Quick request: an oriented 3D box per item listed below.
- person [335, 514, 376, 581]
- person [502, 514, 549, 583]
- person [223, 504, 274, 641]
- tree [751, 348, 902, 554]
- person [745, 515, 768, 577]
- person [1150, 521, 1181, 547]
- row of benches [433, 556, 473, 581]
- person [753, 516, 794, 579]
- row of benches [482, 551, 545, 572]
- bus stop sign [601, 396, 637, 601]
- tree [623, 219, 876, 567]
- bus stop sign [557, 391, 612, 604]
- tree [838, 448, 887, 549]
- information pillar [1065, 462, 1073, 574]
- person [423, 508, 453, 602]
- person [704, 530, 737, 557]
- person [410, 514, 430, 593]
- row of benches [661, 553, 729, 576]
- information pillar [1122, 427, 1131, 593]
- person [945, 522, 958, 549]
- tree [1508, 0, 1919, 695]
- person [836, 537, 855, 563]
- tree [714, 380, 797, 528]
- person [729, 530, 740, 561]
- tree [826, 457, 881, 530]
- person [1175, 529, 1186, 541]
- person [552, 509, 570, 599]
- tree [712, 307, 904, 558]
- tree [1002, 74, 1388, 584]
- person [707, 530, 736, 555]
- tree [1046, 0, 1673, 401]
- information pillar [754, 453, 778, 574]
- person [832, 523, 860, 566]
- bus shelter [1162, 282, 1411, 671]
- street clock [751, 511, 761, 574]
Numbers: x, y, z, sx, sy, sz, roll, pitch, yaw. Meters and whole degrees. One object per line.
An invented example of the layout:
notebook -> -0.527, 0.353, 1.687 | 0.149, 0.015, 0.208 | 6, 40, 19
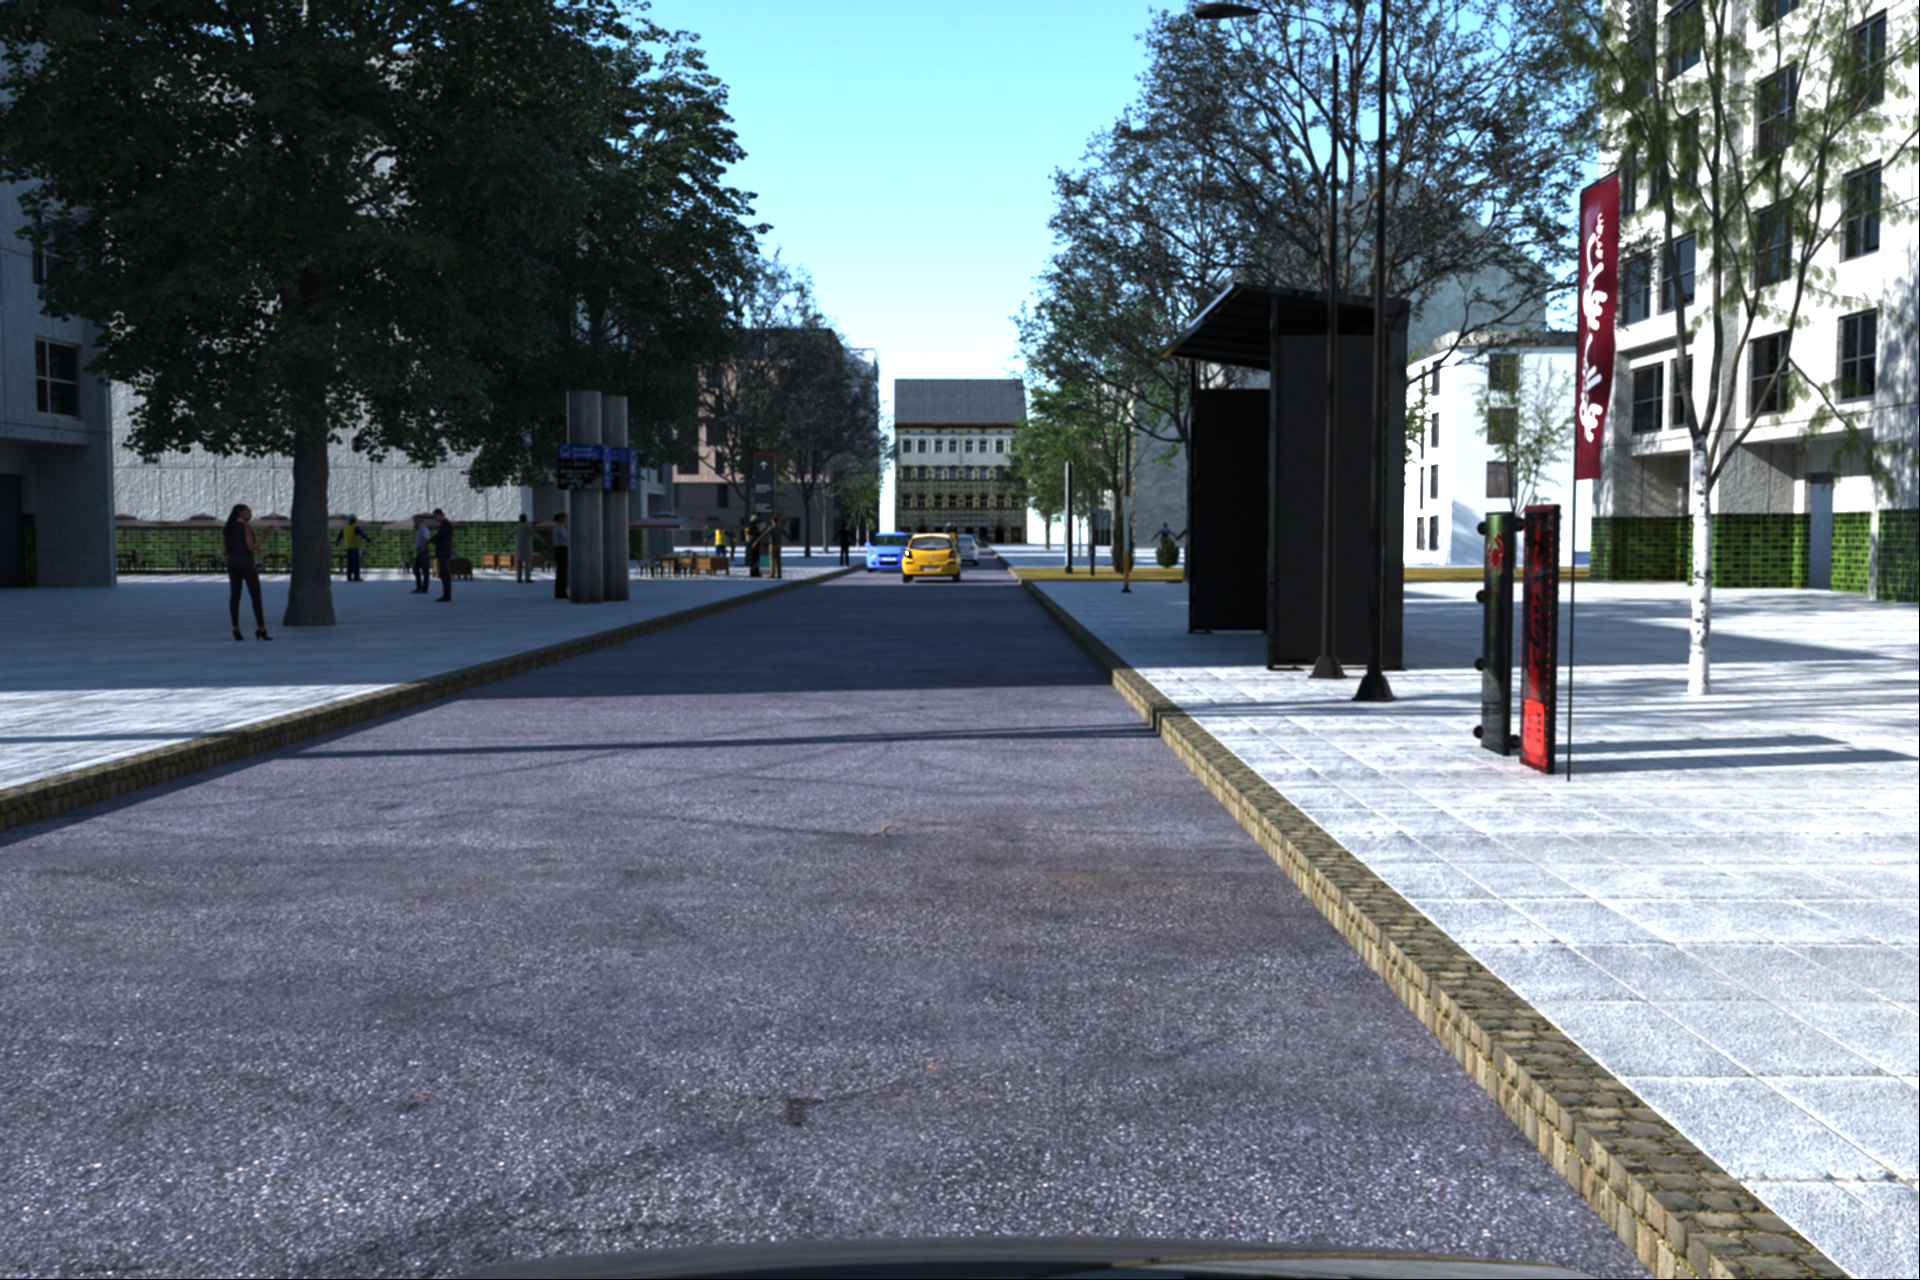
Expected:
person -> -16.471, -2.512, 47.048 | 1.349, 1.833, 0.705 | 1, 4, 22
person -> -11.488, -2.420, 45.647 | 1.344, 1.819, 0.704 | 1, 4, 14
person -> -8.575, -0.819, 20.908 | 0.593, 1.643, 0.415 | -1, 4, -19
tree -> -8.862, -12.345, 112.212 | 12.009, 13.543, 11.850 | 0, 3, 0
person -> -6.153, -2.836, 52.141 | 0.705, 1.856, 1.354 | 1, 4, 16
person -> 8.932, -4.243, 75.230 | 1.347, 1.847, 0.705 | 1, 4, 14
row of benches -> -14.410, -2.060, 49.137 | 1.422, 0.672, 4.104 | -1, 4, -23
person -> -5.329, -2.666, 49.864 | 1.348, 1.796, 0.705 | -2, 4, -35
row of benches -> -15.513, -2.736, 60.203 | 1.422, 0.672, 4.104 | -3, 4, -37
bus stop sign -> -6.688, -2.706, 33.267 | 0.837, 3.901, 0.837 | 0, 3, 0
tree -> -8.541, -9.675, 68.560 | 12.009, 13.543, 11.850 | 0, 3, 0
bus stop sign -> -6.948, -2.636, 32.107 | 0.837, 3.901, 0.837 | 0, 4, 0
tree -> -7.898, -11.895, 144.839 | 4.737, 8.622, 4.395 | 0, 3, 0
information pillar -> 3.577, -4.005, 56.789 | 0.184, 3.620, 1.656 | 0, 4, 1
person -> -9.932, -1.619, 32.957 | 0.568, 1.767, 0.683 | -2, 4, -29
person -> -8.771, -3.482, 63.389 | 1.216, 1.772, 0.721 | 0, 4, -2
person -> -11.700, -1.866, 37.495 | 0.436, 1.711, 0.756 | -1, 4, -17
row of benches -> -8.489, -2.422, 55.059 | 1.422, 0.672, 4.104 | -2, 4, -32
information pillar -> 3.659, -2.856, 38.055 | 0.183, 3.616, 0.504 | 0, 3, 0
person -> -0.374, -3.330, 62.670 | 0.705, 1.858, 1.354 | -2, 4, -29
tree -> 5.919, -3.884, 13.871 | 4.360, 8.622, 3.978 | 0, 3, 0
person -> -5.137, -4.176, 77.549 | 0.991, 1.433, 0.599 | 2, 4, 26
tree -> -9.021, -7.815, 78.130 | 4.737, 8.622, 4.395 | 0, 3, 0
person -> -10.844, -4.675, 83.233 | 0.721, 1.733, 1.217 | -2, 4, -27
tree -> -8.471, -10.690, 125.142 | 4.360, 8.622, 3.978 | 0, 3, 0
person -> 9.256, -3.891, 69.808 | 1.347, 1.806, 0.705 | -1, 4, -15
person -> -7.859, -1.711, 34.440 | 0.721, 1.778, 1.216 | -2, 4, -30
tree -> -8.319, -11.244, 94.210 | 12.009, 13.543, 11.850 | 0, 3, 0
tree -> 6.121, -8.236, 45.030 | 12.009, 13.543, 11.850 | 0, 3, 0
person -> -10.553, -4.303, 76.533 | 1.347, 1.806, 0.705 | -1, 4, -21
tree -> 6.602, -7.281, 29.406 | 12.009, 13.543, 11.850 | 0, 3, 0
information pillar -> -6.217, -4.033, 55.323 | 0.750, 3.857, 0.750 | 0, 4, 0
person -> -4.642, -3.879, 70.136 | 1.216, 1.740, 0.721 | 1, 4, 20
bus shelter -> 3.434, -1.712, 19.277 | 1.731, 3.624, 6.357 | 0, 4, 0
street clock -> -6.443, -3.066, 54.702 | 0.358, 2.002, 0.471 | 0, 4, 2
